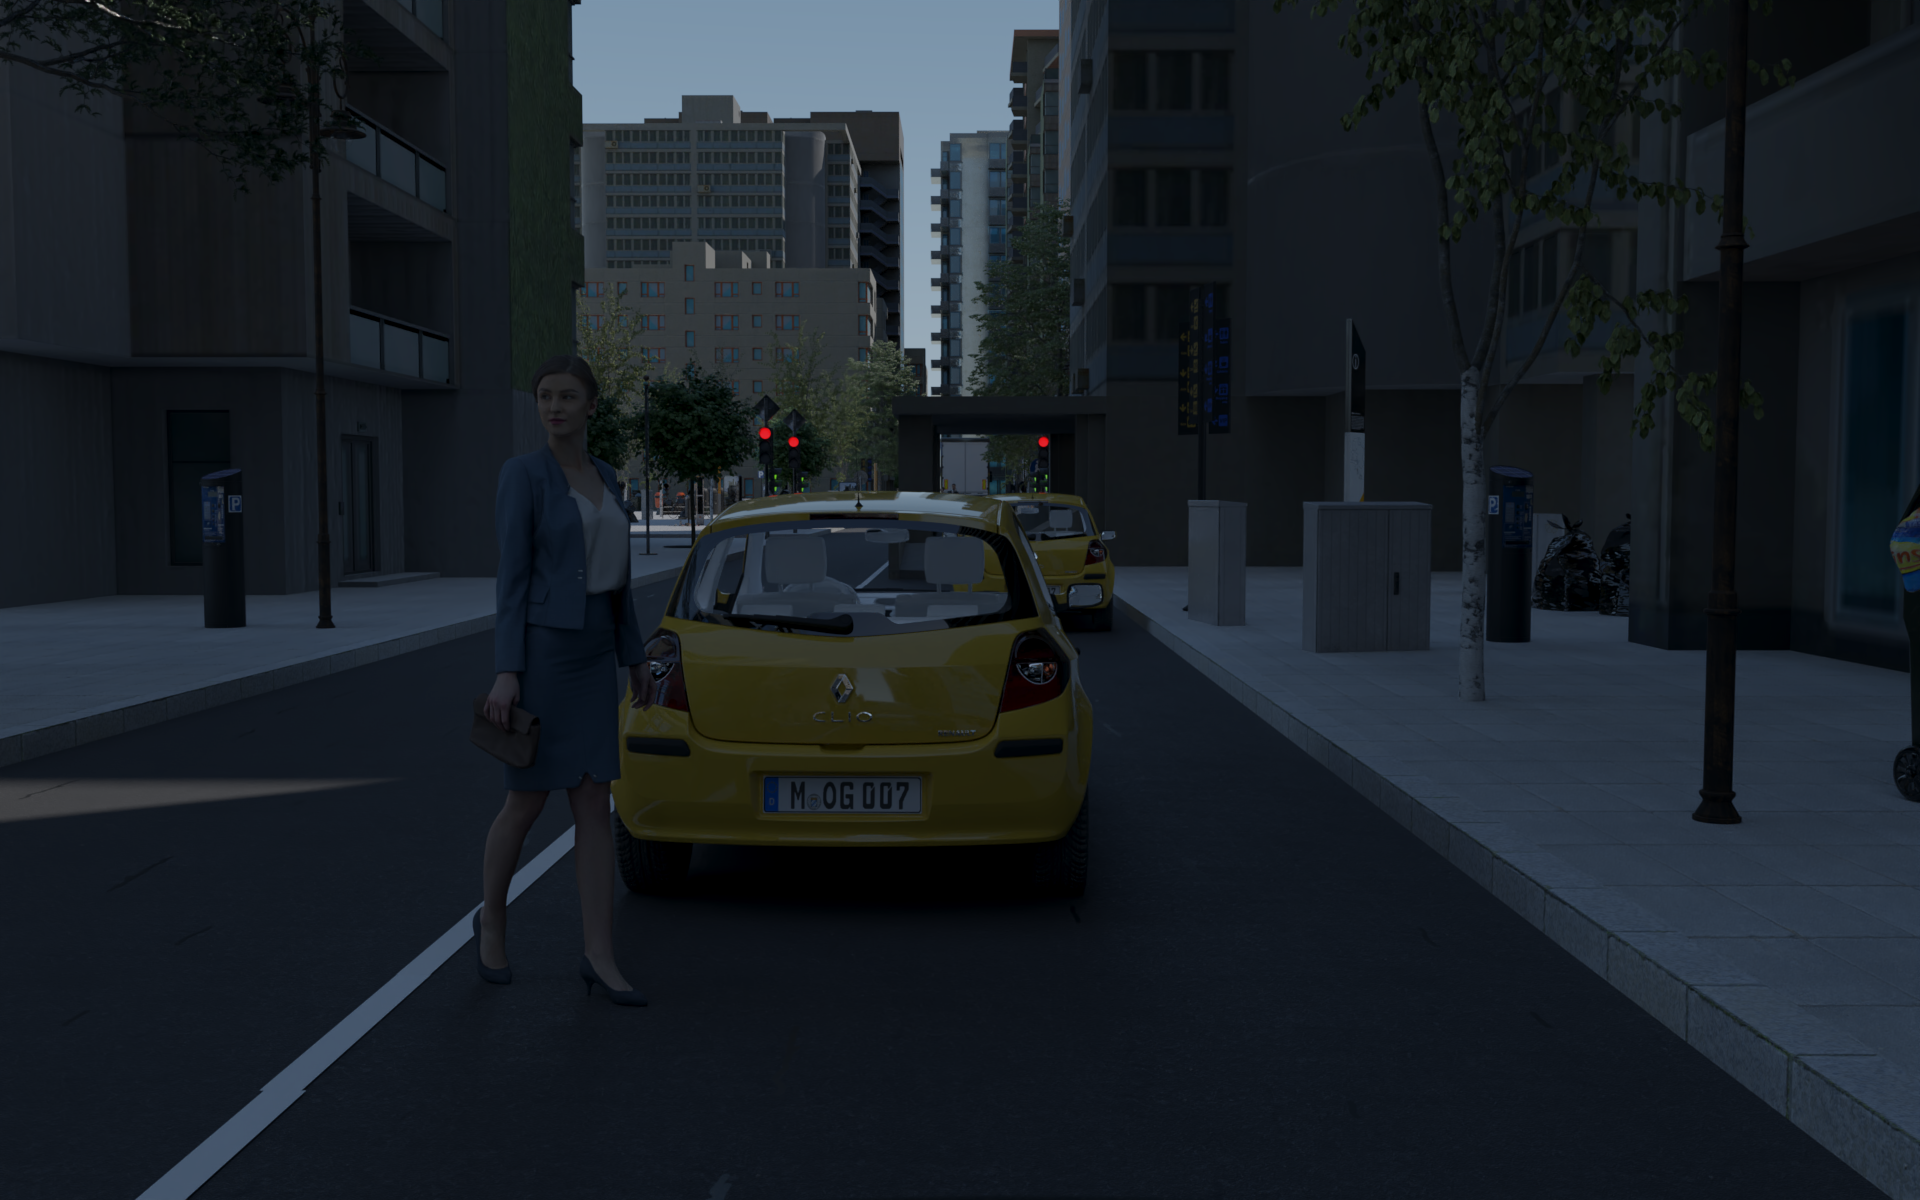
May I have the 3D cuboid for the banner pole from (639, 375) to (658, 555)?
[{"bbox_3d":[-6.534,-2.828,36.263,0.401,3.779,0.863,-1,4,-14],"label":"banner pole"}]

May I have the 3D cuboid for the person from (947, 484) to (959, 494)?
[{"bbox_3d":[-0.329,-4.316,78.422,0.648,1.900,0.474,-3,5,-40],"label":"person"}]

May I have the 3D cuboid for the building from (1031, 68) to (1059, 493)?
[{"bbox_3d":[12.544,-21.377,121.208,14.160,30.474,14.107,0,4,0],"label":"building"}]

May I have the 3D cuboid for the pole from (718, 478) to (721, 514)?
[{"bbox_3d":[-14.181,-6.619,102.068,0.158,3.312,0.155,0,3,0],"label":"pole"}]

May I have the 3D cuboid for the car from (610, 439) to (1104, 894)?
[{"bbox_3d":[-0.340,0.158,7.648,2.015,1.641,3.980,0,4,1],"label":"car"}]

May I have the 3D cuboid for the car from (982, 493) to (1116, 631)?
[{"bbox_3d":[0.792,-0.570,19.544,2.015,1.641,3.980,0,4,1],"label":"car"}]

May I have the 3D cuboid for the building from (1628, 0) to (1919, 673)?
[{"bbox_3d":[16.414,-23.202,3.054,21.300,48.544,21.600,0,4,0],"label":"building"}]

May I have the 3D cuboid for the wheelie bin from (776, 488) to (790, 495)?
[{"bbox_3d":[-8.159,-4.386,79.622,0.693,1.594,0.980,-1,4,-19],"label":"wheelie bin"}]

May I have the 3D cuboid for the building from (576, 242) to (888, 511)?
[{"bbox_3d":[-20.626,-18.484,147.245,27.650,21.520,28.899,0,4,0],"label":"building"}]

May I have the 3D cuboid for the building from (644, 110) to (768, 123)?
[{"bbox_3d":[-28.265,-33.587,199.251,14.200,45.320,14.600,0,4,0],"label":"building"}]

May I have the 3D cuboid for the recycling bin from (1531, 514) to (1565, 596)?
[{"bbox_3d":[7.269,-0.590,22.199,0.722,1.027,0.722,0,4,-1],"label":"recycling bin"}]

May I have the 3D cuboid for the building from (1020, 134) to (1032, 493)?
[{"bbox_3d":[12.458,-22.654,142.088,14.160,30.474,14.107,0,4,0],"label":"building"}]

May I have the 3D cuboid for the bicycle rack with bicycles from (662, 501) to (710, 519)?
[{"bbox_3d":[-14.102,-4.728,90.689,2.852,0.926,2.925,3,5,43],"label":"bicycle rack with bicycles"}]

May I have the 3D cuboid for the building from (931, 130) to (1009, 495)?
[{"bbox_3d":[11.475,-37.192,227.694,30.456,49.044,23.786,0,4,0],"label":"building"}]

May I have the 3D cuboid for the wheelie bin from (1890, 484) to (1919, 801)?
[{"bbox_3d":[4.333,0.052,7.053,0.980,1.594,0.693,-1,4,-9],"label":"wheelie bin"}]

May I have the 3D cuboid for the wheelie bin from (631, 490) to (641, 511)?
[{"bbox_3d":[-24.333,-7.481,130.225,0.980,1.594,0.693,1,4,20],"label":"wheelie bin"}]

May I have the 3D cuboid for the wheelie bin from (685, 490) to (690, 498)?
[{"bbox_3d":[-20.104,-7.456,129.809,0.693,1.594,0.980,2,4,27],"label":"wheelie bin"}]

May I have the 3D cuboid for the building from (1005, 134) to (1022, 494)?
[{"bbox_3d":[12.230,-31.561,199.610,14.154,41.232,14.086,0,4,0],"label":"building"}]

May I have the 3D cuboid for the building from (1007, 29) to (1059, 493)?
[{"bbox_3d":[15.687,-31.121,163.454,22.147,44.769,28.867,0,4,0],"label":"building"}]

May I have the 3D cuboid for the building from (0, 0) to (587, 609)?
[{"bbox_3d":[-13.855,-20.800,23.680,14.154,41.232,14.086,0,4,0],"label":"building"}]

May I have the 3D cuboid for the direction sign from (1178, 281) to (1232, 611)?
[{"bbox_3d":[2.638,-1.648,18.935,0.379,3.537,0.876,-1,4,-9],"label":"direction sign"}]

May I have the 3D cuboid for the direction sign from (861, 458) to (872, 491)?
[{"bbox_3d":[-5.959,-7.221,110.054,0.876,3.537,0.379,-3,5,-42],"label":"direction sign"}]

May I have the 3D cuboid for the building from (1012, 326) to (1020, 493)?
[{"bbox_3d":[12.536,-25.300,185.351,14.160,30.474,14.107,0,4,0],"label":"building"}]

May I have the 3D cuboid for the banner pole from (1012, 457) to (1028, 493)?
[{"bbox_3d":[3.726,-6.907,102.949,0.863,3.779,0.401,3,5,42],"label":"banner pole"}]

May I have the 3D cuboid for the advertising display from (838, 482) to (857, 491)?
[{"bbox_3d":[-5.887,-5.239,90.869,0.974,1.923,0.123,-1,4,-16],"label":"advertising display"}]

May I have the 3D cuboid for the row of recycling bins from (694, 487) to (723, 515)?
[{"bbox_3d":[-15.170,-6.126,107.269,1.069,1.692,3.534,2,4,27],"label":"row of recycling bins"}]

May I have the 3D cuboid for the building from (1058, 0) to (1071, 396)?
[{"bbox_3d":[12.699,-27.224,95.220,14.600,45.320,14.200,0,4,0],"label":"building"}]

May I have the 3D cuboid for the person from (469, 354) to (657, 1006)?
[{"bbox_3d":[-1.152,0.217,4.973,0.581,1.822,0.654,-3,5,-41],"label":"person"}]

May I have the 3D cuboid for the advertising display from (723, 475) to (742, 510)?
[{"bbox_3d":[-7.723,-3.279,58.833,0.123,1.923,0.974,-3,5,-42],"label":"advertising display"}]

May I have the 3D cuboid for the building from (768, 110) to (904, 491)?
[{"bbox_3d":[-13.766,-33.582,199.169,14.200,45.320,14.600,0,4,0],"label":"building"}]

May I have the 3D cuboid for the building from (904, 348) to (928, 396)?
[{"bbox_3d":[-19.012,-23.555,230.169,28.899,21.520,27.650,0,4,0],"label":"building"}]

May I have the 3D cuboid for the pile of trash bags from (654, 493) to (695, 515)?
[{"bbox_3d":[-17.796,-5.890,106.051,1.912,1.369,3.447,1,4,16],"label":"pile of trash bags"}]

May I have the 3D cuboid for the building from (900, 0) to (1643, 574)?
[{"bbox_3d":[14.930,-20.978,34.874,32.217,40.220,23.993,0,4,0],"label":"building"}]

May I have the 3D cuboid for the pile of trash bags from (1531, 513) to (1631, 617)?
[{"bbox_3d":[8.214,-0.571,19.088,3.447,1.369,1.912,-1,4,-9],"label":"pile of trash bags"}]

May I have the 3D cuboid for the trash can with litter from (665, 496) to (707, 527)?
[{"bbox_3d":[-10.954,-3.556,69.200,1.678,1.210,2.233,-1,4,-9],"label":"trash can with litter"}]

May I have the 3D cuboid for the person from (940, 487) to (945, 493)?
[{"bbox_3d":[-0.931,-4.610,84.218,0.599,1.781,0.374,0,4,6],"label":"person"}]

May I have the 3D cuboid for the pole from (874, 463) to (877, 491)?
[{"bbox_3d":[-5.528,-7.323,113.566,0.158,3.312,0.155,0,3,0],"label":"pole"}]

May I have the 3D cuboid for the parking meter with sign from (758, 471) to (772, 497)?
[{"bbox_3d":[-14.508,-8.219,130.634,0.543,3.016,1.738,2,4,28],"label":"parking meter with sign"}]

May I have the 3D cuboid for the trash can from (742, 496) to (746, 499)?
[{"bbox_3d":[-15.881,-6.971,125.635,0.748,1.137,0.748,0,3,0],"label":"trash can"}]

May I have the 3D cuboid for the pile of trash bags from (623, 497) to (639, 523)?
[{"bbox_3d":[-16.032,-4.174,77.992,3.447,1.369,1.912,3,5,44],"label":"pile of trash bags"}]

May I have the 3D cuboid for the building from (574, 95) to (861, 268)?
[{"bbox_3d":[-22.891,-29.431,173.080,32.217,40.220,23.993,0,4,0],"label":"building"}]
